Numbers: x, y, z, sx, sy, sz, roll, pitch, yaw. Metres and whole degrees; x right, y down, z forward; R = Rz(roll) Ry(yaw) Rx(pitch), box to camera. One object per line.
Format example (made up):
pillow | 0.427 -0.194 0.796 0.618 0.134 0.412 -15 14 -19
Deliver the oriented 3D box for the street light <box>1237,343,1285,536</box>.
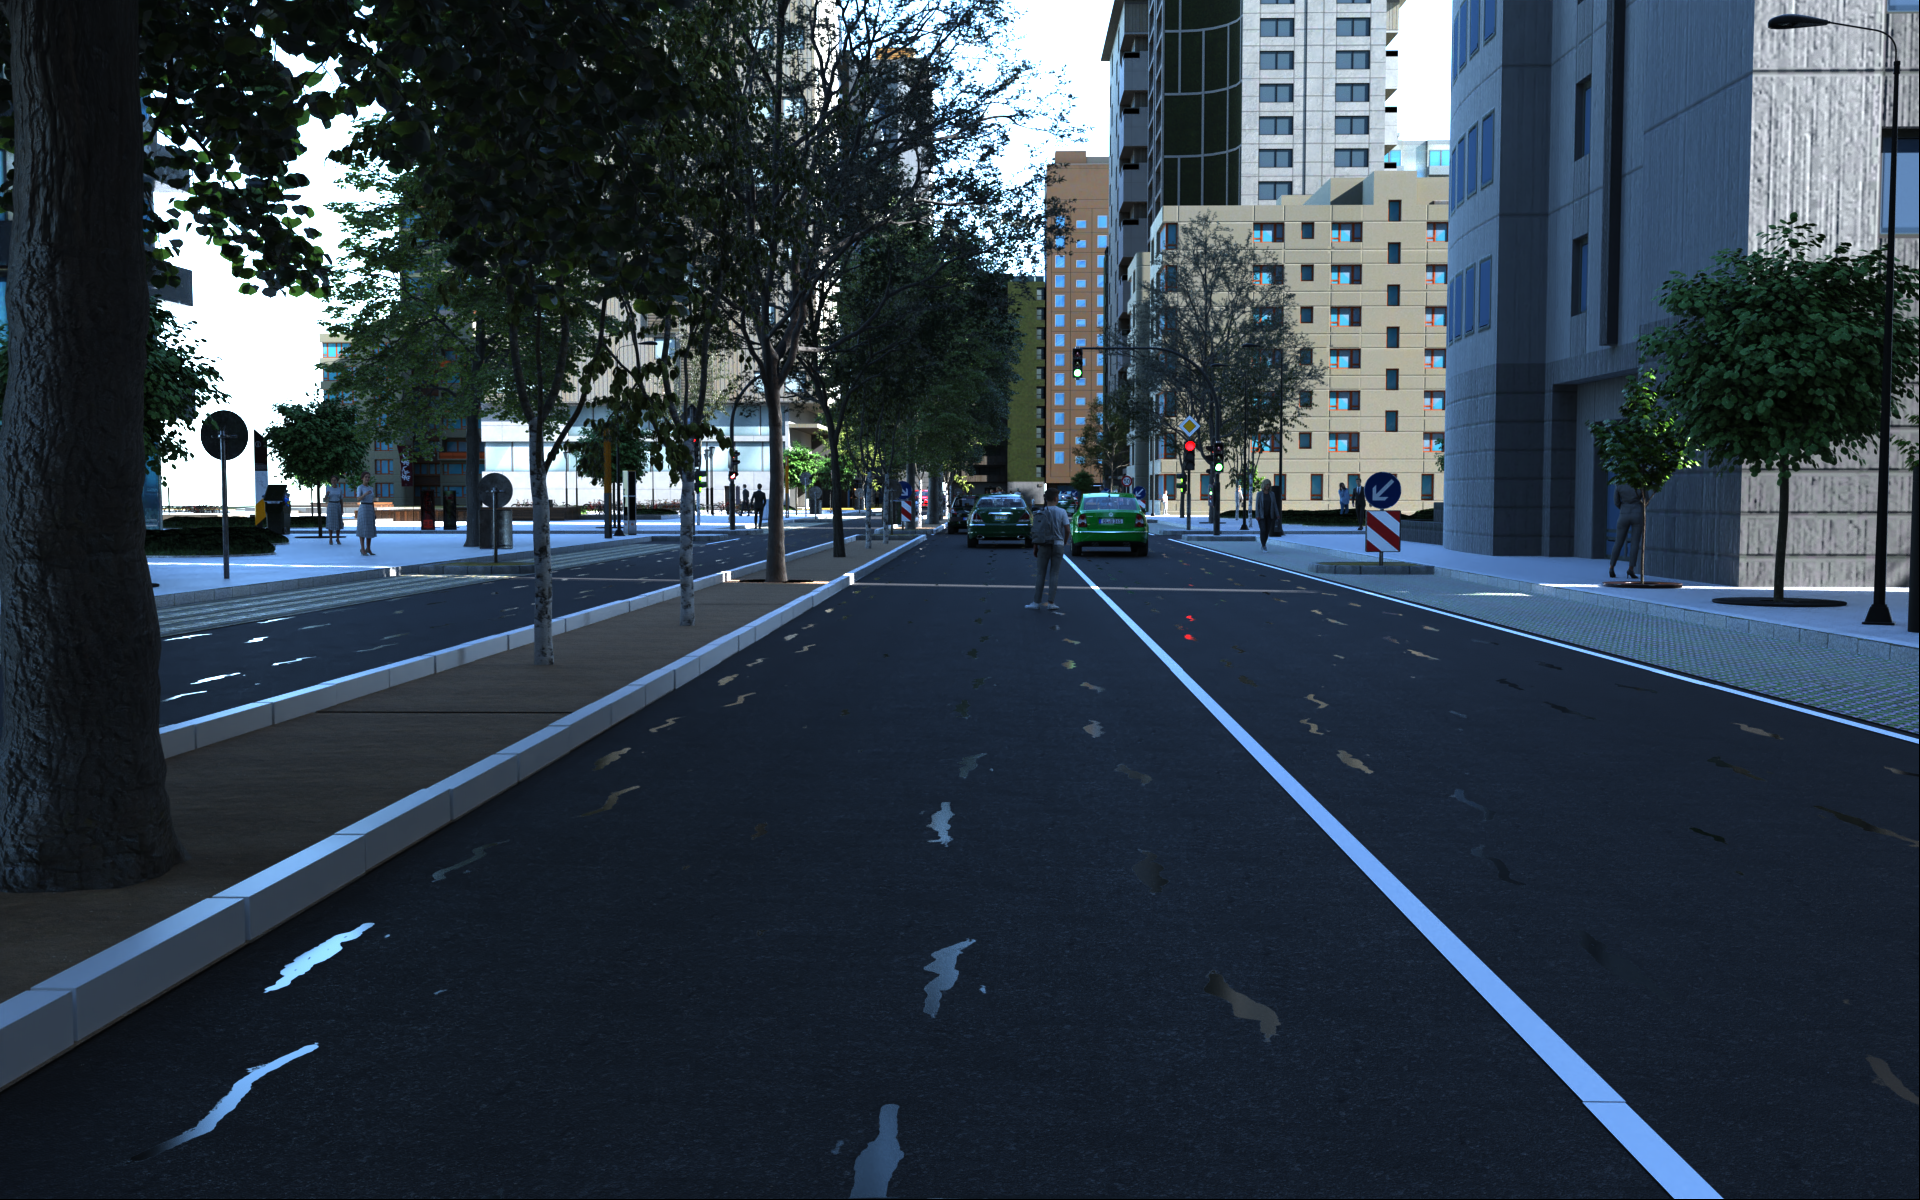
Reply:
street light | 9.380 -4.955 53.551 1.470 5.913 1.316 0 4 1

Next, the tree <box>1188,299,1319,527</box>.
tree | 11.373 -7.098 66.412 4.360 8.622 3.978 0 3 0

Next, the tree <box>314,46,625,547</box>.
tree | -11.472 -7.581 42.075 7.486 12.596 7.792 0 3 0

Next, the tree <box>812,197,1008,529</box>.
tree | -1.969 -8.873 65.662 7.486 12.596 7.792 0 3 0

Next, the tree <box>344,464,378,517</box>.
tree | -33.768 -6.276 97.208 1.663 3.219 1.824 0 3 0

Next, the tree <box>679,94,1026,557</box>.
tree | -2.694 -6.255 39.146 8.767 10.594 7.601 0 4 1

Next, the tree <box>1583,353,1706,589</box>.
tree | 9.400 -1.800 24.038 1.663 3.219 1.824 0 3 0

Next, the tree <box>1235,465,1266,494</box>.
tree | 16.875 -6.427 99.677 1.663 3.219 1.824 0 3 0

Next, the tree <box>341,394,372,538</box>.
tree | -18.861 -4.113 50.957 4.285 4.588 4.351 0 3 0

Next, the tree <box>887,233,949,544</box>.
tree | -2.402 -5.654 45.269 4.360 8.622 3.978 0 3 0

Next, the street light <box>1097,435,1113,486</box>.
street light | 11.529 -10.038 136.668 1.470 5.913 1.316 0 4 1

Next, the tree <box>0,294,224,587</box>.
tree | -11.707 -2.440 23.616 4.285 4.588 4.351 0 3 0

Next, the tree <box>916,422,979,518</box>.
tree | -0.748 -9.141 102.283 4.737 8.622 4.395 0 3 0

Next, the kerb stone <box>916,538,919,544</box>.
kerb stone | -1.292 -1.580 48.028 0.120 0.150 1.000 0 4 1

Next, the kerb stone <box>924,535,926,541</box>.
kerb stone | -1.192 -1.832 52.147 0.120 0.150 1.000 0 4 1

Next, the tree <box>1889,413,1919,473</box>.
tree | 12.805 -1.661 21.752 1.663 3.219 1.824 0 3 0

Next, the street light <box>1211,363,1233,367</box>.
street light | 9.621 -5.455 61.734 1.470 5.913 1.316 0 4 1

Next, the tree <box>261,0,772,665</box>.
tree | -3.442 -3.740 13.975 4.737 8.622 4.395 0 3 0

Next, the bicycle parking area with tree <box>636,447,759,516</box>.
bicycle parking area with tree | -16.314 -7.757 113.824 9.016 4.147 8.231 0 4 7

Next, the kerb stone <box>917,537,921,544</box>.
kerb stone | -1.268 -1.643 49.062 0.120 0.150 1.000 0 4 1

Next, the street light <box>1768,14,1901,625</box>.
street light | 8.528 -2.715 16.934 1.470 5.913 1.316 0 4 1

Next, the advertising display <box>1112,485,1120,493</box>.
advertising display | 11.693 -7.618 129.766 0.123 1.923 0.974 -2 4 -28

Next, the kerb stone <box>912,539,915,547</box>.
kerb stone | -1.340 -1.455 45.985 0.120 0.150 1.000 0 4 1

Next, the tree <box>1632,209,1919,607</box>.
tree | 9.527 -2.229 20.166 4.285 4.588 4.351 0 3 0

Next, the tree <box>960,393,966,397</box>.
tree | -1.715 -7.360 73.154 4.360 8.622 3.978 0 3 0

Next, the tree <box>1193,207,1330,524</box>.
tree | 10.879 -10.079 75.161 12.009 13.543 11.850 0 3 0

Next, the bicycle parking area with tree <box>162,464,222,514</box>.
bicycle parking area with tree | -46.340 -6.869 99.308 9.016 4.147 8.231 0 4 5

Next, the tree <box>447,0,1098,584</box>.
tree | -2.937 -7.008 27.405 12.009 13.543 11.850 0 3 0

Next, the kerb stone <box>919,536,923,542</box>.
kerb stone | -1.232 -1.706 50.096 0.120 0.150 1.000 0 4 1

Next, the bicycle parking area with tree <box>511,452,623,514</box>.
bicycle parking area with tree | -25.607 -7.821 114.870 9.016 4.147 8.231 0 4 -6

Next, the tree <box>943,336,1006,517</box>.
tree | -0.714 -11.095 109.611 9.928 11.665 9.643 0 3 0

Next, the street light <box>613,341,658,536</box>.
street light | -9.875 -4.904 52.718 1.470 5.913 1.316 0 4 1

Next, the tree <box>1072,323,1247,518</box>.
tree | 11.762 -9.690 92.845 8.767 10.594 7.601 3 4 36

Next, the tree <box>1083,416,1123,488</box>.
tree | 13.025 -12.704 158.071 4.360 8.622 3.978 0 3 0

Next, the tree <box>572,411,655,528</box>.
tree | -12.993 -5.000 65.460 4.285 4.588 4.351 0 3 0

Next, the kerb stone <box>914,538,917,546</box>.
kerb stone | -1.313 -1.518 47.007 0.120 0.150 1.000 0 4 1

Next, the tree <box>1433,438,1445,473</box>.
tree | 19.184 -4.871 63.357 4.285 4.588 4.351 0 3 0

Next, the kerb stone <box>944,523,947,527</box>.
kerb stone | -0.721 -2.988 71.154 0.120 0.150 1.000 0 4 1

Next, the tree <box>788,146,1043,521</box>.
tree | -2.303 -14.365 93.208 12.611 20.169 13.585 0 3 0

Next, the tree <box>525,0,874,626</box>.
tree | -2.967 -4.033 18.754 4.360 8.622 3.978 0 3 0

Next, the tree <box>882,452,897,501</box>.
tree | -8.133 -11.938 145.553 4.737 8.622 4.395 0 3 0

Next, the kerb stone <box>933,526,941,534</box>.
kerb stone | -0.870 -2.617 65.018 0.120 0.150 1.000 0 4 1

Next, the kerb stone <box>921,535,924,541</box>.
kerb stone | -1.219 -1.769 51.118 0.120 0.150 1.000 0 4 1

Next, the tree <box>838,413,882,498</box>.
tree | -9.165 -11.243 134.177 4.737 8.622 4.395 0 3 0

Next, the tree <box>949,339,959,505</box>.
tree | -2.136 -5.926 49.716 4.360 8.622 3.978 0 3 0

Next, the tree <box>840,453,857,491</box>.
tree | -9.154 -8.876 128.836 4.285 4.588 4.351 0 3 0

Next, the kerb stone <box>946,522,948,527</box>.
kerb stone | -0.670 -3.117 73.207 0.120 0.150 1.000 0 4 1

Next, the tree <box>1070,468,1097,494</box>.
tree | 15.218 -14.046 213.369 4.285 4.588 4.351 0 3 0

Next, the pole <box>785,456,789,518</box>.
pole | -9.334 -6.094 93.475 0.158 3.312 0.155 0 3 0

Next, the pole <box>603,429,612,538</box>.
pole | -10.182 -3.438 50.055 0.158 3.312 0.155 0 3 0

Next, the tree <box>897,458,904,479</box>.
tree | -7.380 -14.322 184.533 4.737 8.622 4.395 0 3 0

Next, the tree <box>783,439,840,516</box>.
tree | -9.690 -7.323 103.444 4.285 4.588 4.351 0 3 0

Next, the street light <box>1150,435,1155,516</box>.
street light | 10.604 -7.787 99.857 1.470 5.913 1.316 0 4 1

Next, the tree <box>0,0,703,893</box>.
tree | -3.330 -5.938 6.199 9.857 13.997 8.962 0 3 0
